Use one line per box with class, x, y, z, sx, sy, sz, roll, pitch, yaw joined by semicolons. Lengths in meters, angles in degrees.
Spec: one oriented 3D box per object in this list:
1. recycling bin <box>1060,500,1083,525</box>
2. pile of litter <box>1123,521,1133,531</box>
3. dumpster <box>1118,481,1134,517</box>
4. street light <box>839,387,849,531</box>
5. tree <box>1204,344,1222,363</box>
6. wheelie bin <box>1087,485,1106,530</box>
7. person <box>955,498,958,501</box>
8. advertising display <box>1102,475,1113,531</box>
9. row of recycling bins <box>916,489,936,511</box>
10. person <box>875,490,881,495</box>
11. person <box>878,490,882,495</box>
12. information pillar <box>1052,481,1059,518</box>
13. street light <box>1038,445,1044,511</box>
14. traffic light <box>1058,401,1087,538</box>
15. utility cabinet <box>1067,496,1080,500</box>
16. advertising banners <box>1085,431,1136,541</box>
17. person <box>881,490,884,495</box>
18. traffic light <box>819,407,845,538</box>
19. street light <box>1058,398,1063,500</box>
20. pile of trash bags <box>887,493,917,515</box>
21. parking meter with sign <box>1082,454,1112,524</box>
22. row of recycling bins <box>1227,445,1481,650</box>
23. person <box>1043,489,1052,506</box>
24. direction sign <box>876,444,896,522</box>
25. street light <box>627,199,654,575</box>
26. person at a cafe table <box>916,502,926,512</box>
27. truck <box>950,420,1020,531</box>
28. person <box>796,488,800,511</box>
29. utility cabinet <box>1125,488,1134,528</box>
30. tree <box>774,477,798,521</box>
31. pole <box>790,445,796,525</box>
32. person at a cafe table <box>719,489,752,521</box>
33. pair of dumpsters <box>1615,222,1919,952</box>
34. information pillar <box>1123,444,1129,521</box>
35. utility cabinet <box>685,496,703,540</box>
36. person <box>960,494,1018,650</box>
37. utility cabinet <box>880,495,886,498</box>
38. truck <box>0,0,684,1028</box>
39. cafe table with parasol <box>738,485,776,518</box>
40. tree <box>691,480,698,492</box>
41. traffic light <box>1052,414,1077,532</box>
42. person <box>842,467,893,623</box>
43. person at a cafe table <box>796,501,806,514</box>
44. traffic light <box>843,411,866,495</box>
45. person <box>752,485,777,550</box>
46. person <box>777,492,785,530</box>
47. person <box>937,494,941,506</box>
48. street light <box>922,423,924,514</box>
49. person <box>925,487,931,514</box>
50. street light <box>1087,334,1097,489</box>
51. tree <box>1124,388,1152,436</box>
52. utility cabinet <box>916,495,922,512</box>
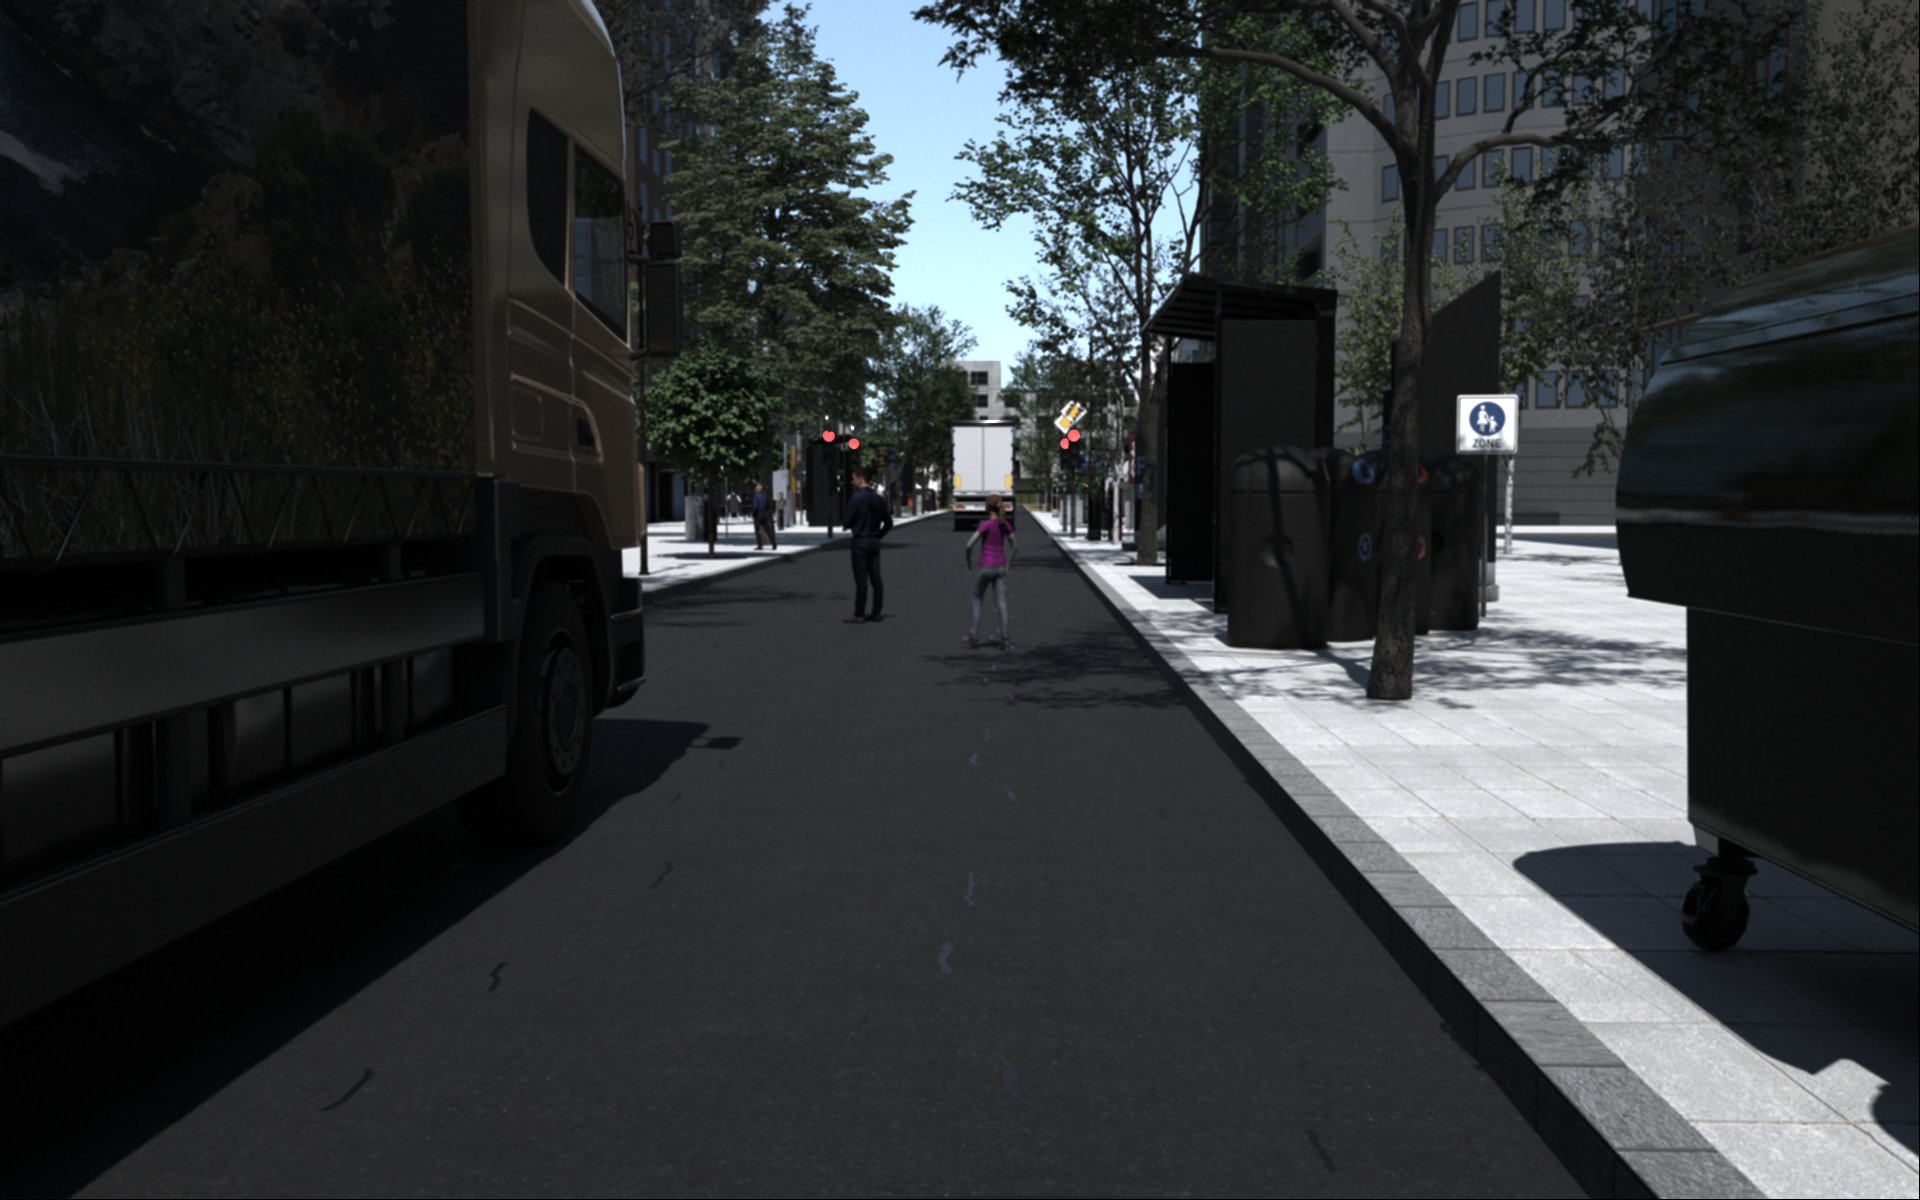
recycling bin;4.647;-3.649;72.216;0.722;1.027;0.722;3;4;36
pile of litter;6.693;-2.841;60.419;1.719;0.858;1.176;1;4;12
dumpster;7.562;-4.467;78.786;1.264;1.857;1.865;0;4;2
street light;-3.988;-5.313;59.662;0.468;5.910;1.993;0;4;2
tree;10.555;-7.946;80.281;4.360;8.622;3.978;0;3;0
wheelie bin;5.005;-3.328;62.313;0.693;1.594;0.980;-2;4;-34
person;-0.433;-12.180;205.271;1.350;1.814;0.705;0;4;7
advertising display;5.160;-3.337;59.775;0.123;1.923;0.974;2;4;31
row of recycling bins;-3.034;-7.487;129.528;1.069;1.692;3.534;-3;5;-41
person;-7.968;-9.891;168.295;0.750;1.759;0.617;0;4;5
person;-8.239;-10.336;175.972;0.436;1.711;0.756;-2;4;-35
information pillar;5.251;-5.531;94.918;0.304;2.012;0.304;2;4;29
street light;6.230;-9.822;133.381;0.468;5.910;1.993;0;4;2
traffic light;3.299;-3.776;50.651;0.839;4.253;0.868;0;4;2
utility cabinet;4.903;-3.978;76.208;0.306;1.237;1.020;2;4;33
advertising banners;4.300;-3.176;48.121;2.074;3.025;0.090;-2;4;-35
person;-8.648;-11.324;191.904;1.217;1.735;0.721;2;4;30
traffic light;-3.799;-3.788;50.850;0.839;4.253;0.868;0;4;2
street light;4.767;-6.629;81.168;0.468;5.910;1.993;0;4;2
pile of trash bags;-4.234;-5.793;104.463;3.447;1.369;1.912;1;4;14
parking meter with sign;5.829;-4.997;77.963;1.738;3.016;0.543;-1;4;-16
row of recycling bins;3.567;-0.518;15.589;1.069;1.692;3.534;3;5;43
person;9.122;-10.419;176.371;1.348;1.826;0.705;-1;4;-21
direction sign;-3.364;-5.319;78.957;0.876;3.537;0.379;-1;4;-16
street light;-5.011;-3.334;27.300;0.468;5.910;1.993;0;4;2
person at a cafe table;-3.343;-6.798;122.013;1.726;1.238;1.698;0;4;7
truck;1.064;-5.032;71.191;2.839;4.237;11.283;0;4;2
person;-11.978;-7.446;128.588;0.445;1.727;0.742;-1;4;-14
utility cabinet;6.434;-3.391;64.130;0.318;1.500;1.173;2;4;26
tree;-8.222;-5.356;82.169;1.663;3.219;1.824;0;3;0
pole;-6.940;-4.782;72.025;0.158;3.312;0.155;0;3;0
person at a cafe table;-10.892;-4.586;83.503;1.698;1.524;1.622;0;4;-7
pair of dumpsters;2.597;-0.018;2.782;1.574;2.255;4.437;0;4;2
information pillar;7.916;-5.495;81.194;0.504;3.616;0.183;2;4;32
utility cabinet;-7.440;-2.292;48.639;0.306;1.237;1.020;-2;4;-25
person;0.208;-0.257;15.937;0.726;1.434;0.776;-2;4;-35
utility cabinet;-4.658;-5.580;102.390;0.306;1.237;1.020;1;4;16
truck;-2.987;-0.906;3.720;2.839;4.237;11.283;0;4;3
cafe table with parasol;-10.781;-5.379;92.812;2.610;1.966;2.610;-2;4;-32
tree;-14.476;-5.970;92.212;1.663;3.219;1.824;0;3;0
traffic light;3.542;-4.264;58.632;0.839;4.253;0.868;0;4;2
person;-1.099;-0.624;19.403;0.504;1.737;0.576;2;4;33
person at a cafe table;-10.553;-6.147;111.371;1.698;1.238;1.726;1;4;20
traffic light;-3.557;-4.276;58.831;0.839;4.253;0.868;0;4;2
person;-4.543;-1.897;39.748;0.574;1.496;0.600;-1;4;-21
person;-6.388;-3.153;61.512;0.340;1.345;0.435;-1;4;-15
person;-2.144;-10.659;183.548;0.697;1.427;0.421;2;4;33
street light;-2.352;-8.438;110.750;0.468;5.910;1.993;0;4;2
person;-2.105;-6.553;113.908;0.376;1.734;0.841;0;4;-3
street light;3.781;-4.729;50.101;0.468;5.910;1.993;0;4;2
tree;13.918;-10.759;126.276;4.737;8.622;4.395;0;3;0
utility cabinet;-3.188;-7.006;125.713;1.020;1.237;0.306;-1;4;-20
